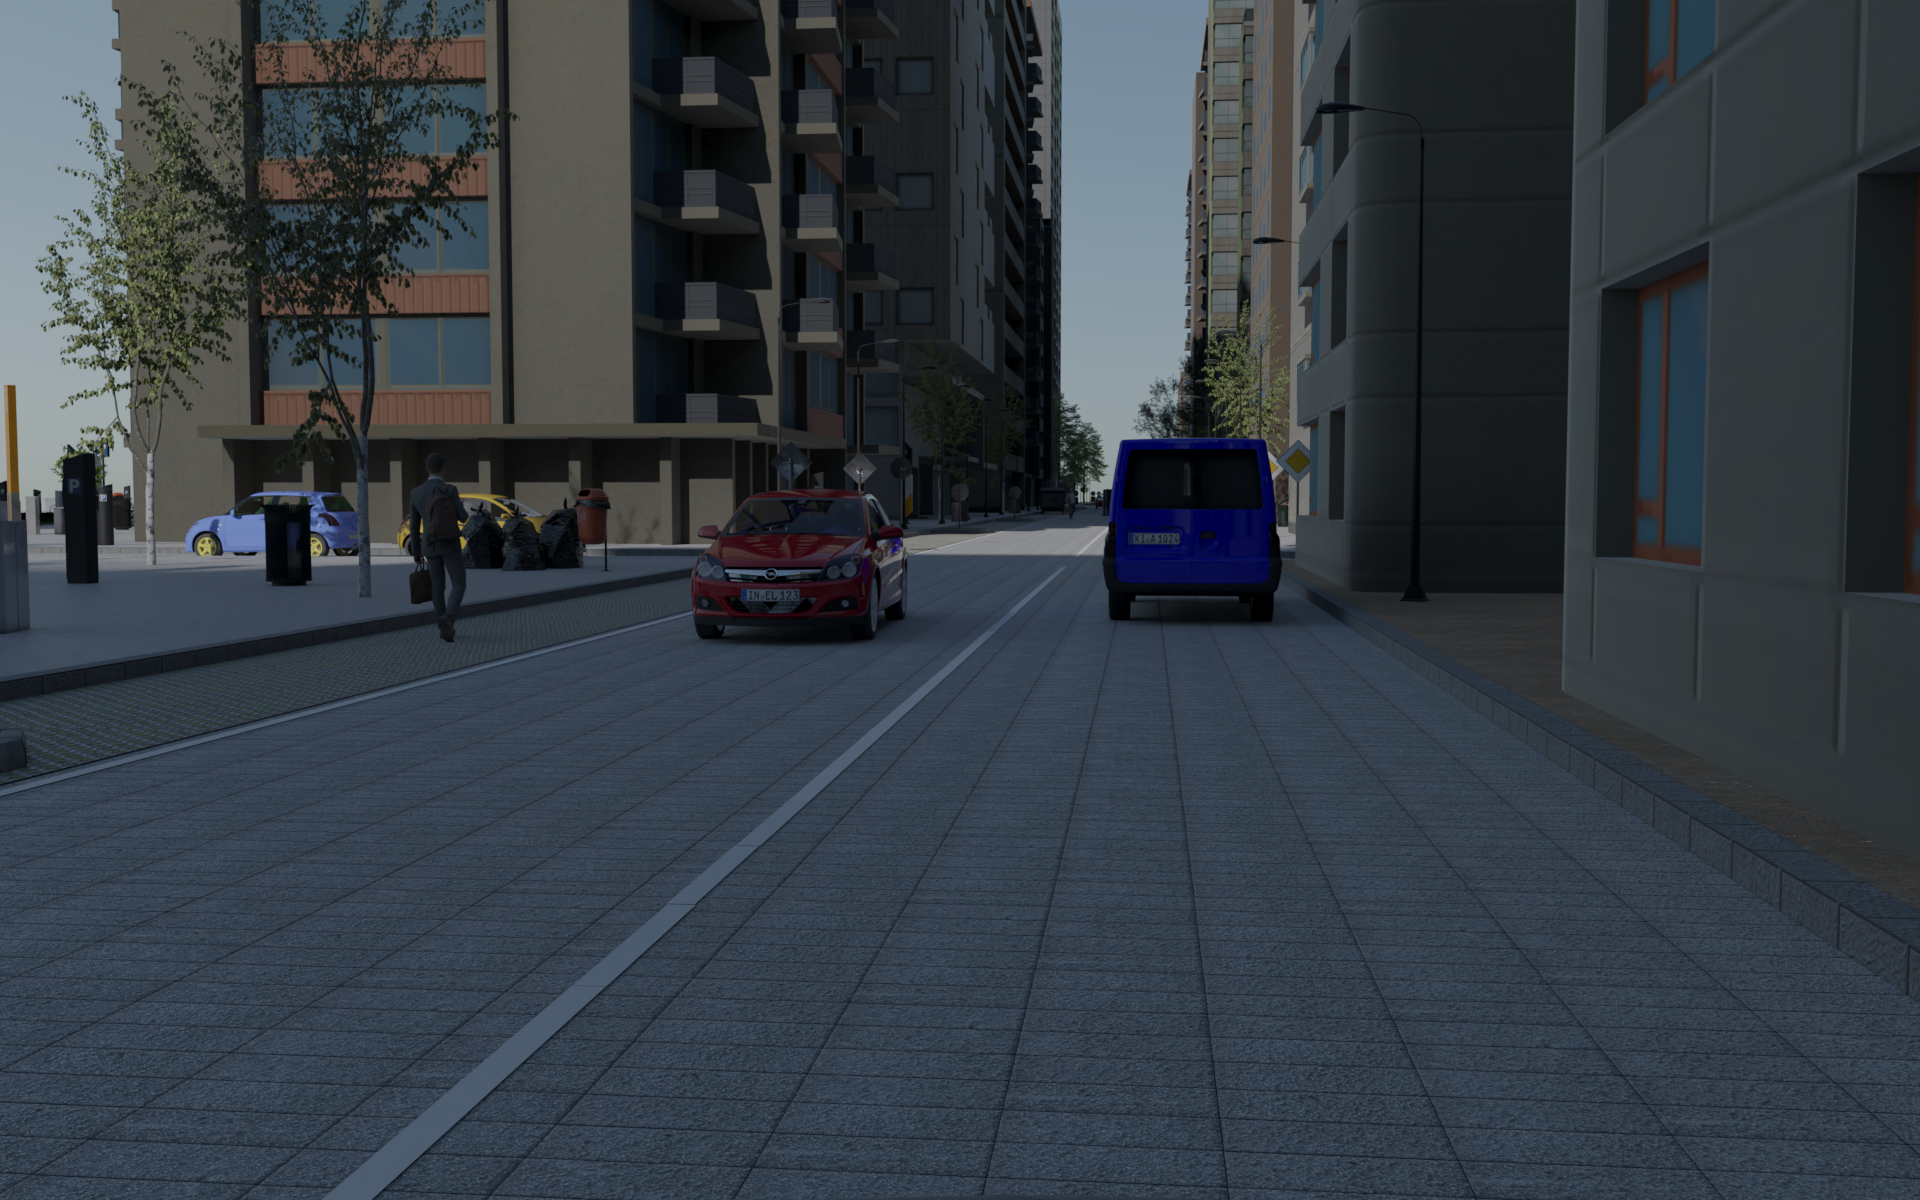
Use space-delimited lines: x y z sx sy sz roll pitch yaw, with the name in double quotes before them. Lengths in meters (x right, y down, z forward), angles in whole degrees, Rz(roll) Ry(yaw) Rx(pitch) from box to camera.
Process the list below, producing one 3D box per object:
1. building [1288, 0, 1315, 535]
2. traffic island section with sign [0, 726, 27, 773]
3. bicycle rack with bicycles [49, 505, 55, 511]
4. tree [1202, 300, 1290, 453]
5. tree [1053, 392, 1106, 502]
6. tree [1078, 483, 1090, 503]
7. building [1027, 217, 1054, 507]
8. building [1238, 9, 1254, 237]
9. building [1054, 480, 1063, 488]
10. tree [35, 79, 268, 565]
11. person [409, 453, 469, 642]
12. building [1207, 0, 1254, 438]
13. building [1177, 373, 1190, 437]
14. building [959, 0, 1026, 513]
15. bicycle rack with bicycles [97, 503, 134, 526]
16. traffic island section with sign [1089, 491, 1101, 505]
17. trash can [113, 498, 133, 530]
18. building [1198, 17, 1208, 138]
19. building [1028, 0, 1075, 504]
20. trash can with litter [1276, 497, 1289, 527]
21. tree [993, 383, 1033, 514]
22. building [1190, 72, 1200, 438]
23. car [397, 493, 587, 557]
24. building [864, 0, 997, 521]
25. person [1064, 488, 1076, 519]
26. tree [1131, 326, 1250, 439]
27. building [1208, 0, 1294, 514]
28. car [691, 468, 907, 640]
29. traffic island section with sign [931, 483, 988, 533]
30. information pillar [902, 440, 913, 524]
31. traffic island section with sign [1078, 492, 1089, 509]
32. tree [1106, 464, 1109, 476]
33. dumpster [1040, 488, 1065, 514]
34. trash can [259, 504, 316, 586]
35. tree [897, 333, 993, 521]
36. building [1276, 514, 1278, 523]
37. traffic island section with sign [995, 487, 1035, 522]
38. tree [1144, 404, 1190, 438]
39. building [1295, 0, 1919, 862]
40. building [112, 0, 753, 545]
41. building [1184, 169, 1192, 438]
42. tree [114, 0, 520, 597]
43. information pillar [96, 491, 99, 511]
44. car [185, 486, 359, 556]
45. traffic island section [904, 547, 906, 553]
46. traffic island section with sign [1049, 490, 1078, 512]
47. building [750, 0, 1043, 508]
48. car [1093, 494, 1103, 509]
"building" 20.883 -26.112 50.638 21.600 48.544 21.300 0 4 6
"traffic island section with sign" -5.911 -0.001 8.642 1.989 1.847 2.006 0 4 6
"bicycle rack with bicycles" -55.135 -5.812 108.401 2.925 0.926 2.852 -1 4 -16
"tree" 11.155 -7.114 66.682 4.737 8.622 4.395 0 3 0
"tree" 10.525 -16.798 192.766 7.486 12.596 7.792 0 3 0
"tree" 18.913 -16.391 262.596 1.663 3.219 1.824 0 3 0
"building" 2.100 -24.660 174.898 14.160 30.474 14.107 0 4 6
"building" 24.055 -20.481 106.572 14.160 30.474 14.107 0 4 6
"building" -3.671 -31.898 213.415 32.217 40.220 23.993 0 4 6
"tree" -14.691 -4.949 31.271 4.737 8.622 4.395 0 3 0
"person" -5.083 -0.516 16.899 0.622 1.834 0.822 0 4 1
"building" 24.688 -26.859 122.737 14.154 41.232 14.086 0 4 6
"building" 46.426 -25.227 257.502 27.650 21.520 28.899 0 4 6
"building" -6.523 -30.814 127.504 21.300 48.544 21.600 0 4 6
"bicycle rack with bicycles" -34.182 -3.485 70.367 2.925 0.926 2.852 -1 4 -17
"traffic island section with sign" 17.163 -13.069 222.300 1.989 1.847 2.006 0 4 6
"trash can" -30.001 -3.079 61.999 0.748 1.137 0.748 0 3 0
"building" 33.027 -30.816 158.469 22.147 44.769 28.867 0 4 6
"building" 6.659 -49.924 254.510 20.563 71.187 20.611 0 4 6
"trash can with litter" 12.395 -3.437 67.584 1.055 1.170 0.624 0 4 2
"tree" 2.606 -9.932 112.756 4.737 8.622 4.395 0 3 0
"building" 31.186 -32.434 180.399 14.600 45.320 14.200 0 4 6
"car" -10.109 -1.674 37.593 3.980 1.641 2.015 0 4 6
"building" -12.380 -30.978 95.726 28.713 52.752 27.495 0 4 6
"person" 6.372 -5.610 100.706 0.782 1.767 0.515 -3 4 -37
"tree" 13.742 -9.946 97.021 8.767 10.594 7.601 0 4 7
"building" 26.773 -29.810 137.507 14.600 45.320 14.200 0 4 6
"car" -1.619 -0.575 18.440 2.155 1.783 4.494 0 4 4
"traffic island section with sign" 0.013 -3.355 63.480 1.989 1.847 2.006 0 4 6
"information pillar" -2.220 -5.002 73.131 0.504 3.616 0.183 3 4 38
"traffic island section with sign" 11.200 -9.692 167.085 1.989 1.847 2.006 0 4 6
"tree" 19.700 -21.647 272.049 7.486 12.596 7.792 0 3 0
"dumpster" 6.609 -7.043 123.367 1.865 1.857 1.264 0 4 5
"trash can" -9.432 -0.775 24.319 0.748 1.137 0.748 0 3 0
"tree" -0.871 -7.836 78.488 4.737 8.622 4.395 0 3 0
"building" 21.001 -26.306 80.218 14.600 45.320 14.200 0 4 6
"traffic island section with sign" 2.905 -4.994 90.280 1.989 1.847 2.006 0 4 6
"tree" 24.907 -16.593 197.050 9.928 11.665 9.643 0 3 0
"building" 18.291 -10.396 15.009 27.650 21.520 28.899 0 4 6
"building" -13.996 -24.562 56.207 22.147 44.769 28.867 0 4 6
"building" 40.822 -35.093 228.399 22.147 44.769 28.867 0 4 6
"tree" -7.664 -4.340 21.317 4.360 8.622 3.978 0 3 0
"information pillar" -44.160 -5.135 88.443 0.304 2.012 0.304 1 4 11
"car" -14.909 -1.717 37.666 3.694 1.707 1.945 0 4 7
"traffic island section" -2.401 -1.153 41.139 2.009 0.180 2.903 0 4 6
"traffic island section with sign" 8.243 -8.016 139.697 1.989 1.847 2.006 0 4 6
"building" -4.145 -30.516 153.562 22.147 44.769 28.867 0 4 6
"car" 14.019 -9.716 167.892 2.155 1.783 4.494 0 4 5
